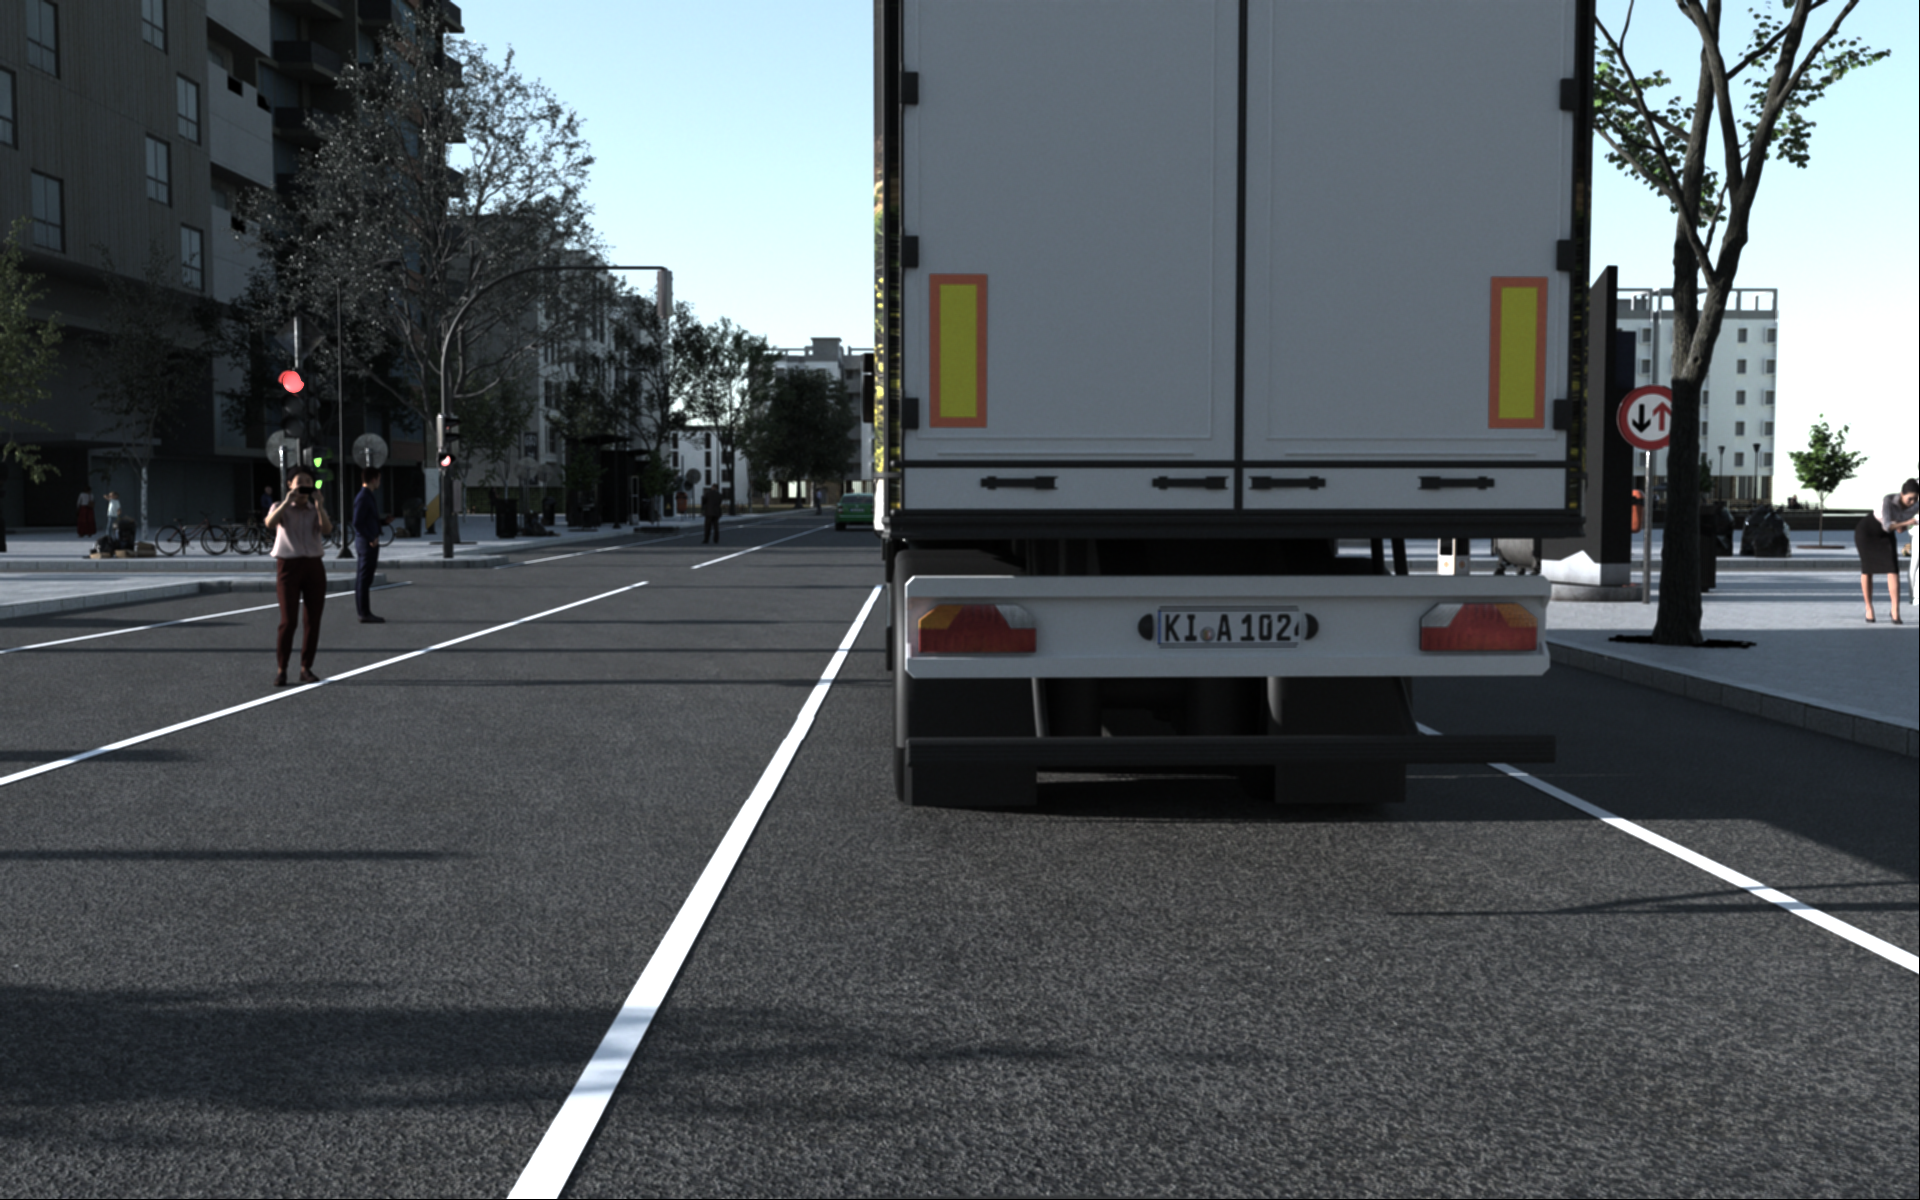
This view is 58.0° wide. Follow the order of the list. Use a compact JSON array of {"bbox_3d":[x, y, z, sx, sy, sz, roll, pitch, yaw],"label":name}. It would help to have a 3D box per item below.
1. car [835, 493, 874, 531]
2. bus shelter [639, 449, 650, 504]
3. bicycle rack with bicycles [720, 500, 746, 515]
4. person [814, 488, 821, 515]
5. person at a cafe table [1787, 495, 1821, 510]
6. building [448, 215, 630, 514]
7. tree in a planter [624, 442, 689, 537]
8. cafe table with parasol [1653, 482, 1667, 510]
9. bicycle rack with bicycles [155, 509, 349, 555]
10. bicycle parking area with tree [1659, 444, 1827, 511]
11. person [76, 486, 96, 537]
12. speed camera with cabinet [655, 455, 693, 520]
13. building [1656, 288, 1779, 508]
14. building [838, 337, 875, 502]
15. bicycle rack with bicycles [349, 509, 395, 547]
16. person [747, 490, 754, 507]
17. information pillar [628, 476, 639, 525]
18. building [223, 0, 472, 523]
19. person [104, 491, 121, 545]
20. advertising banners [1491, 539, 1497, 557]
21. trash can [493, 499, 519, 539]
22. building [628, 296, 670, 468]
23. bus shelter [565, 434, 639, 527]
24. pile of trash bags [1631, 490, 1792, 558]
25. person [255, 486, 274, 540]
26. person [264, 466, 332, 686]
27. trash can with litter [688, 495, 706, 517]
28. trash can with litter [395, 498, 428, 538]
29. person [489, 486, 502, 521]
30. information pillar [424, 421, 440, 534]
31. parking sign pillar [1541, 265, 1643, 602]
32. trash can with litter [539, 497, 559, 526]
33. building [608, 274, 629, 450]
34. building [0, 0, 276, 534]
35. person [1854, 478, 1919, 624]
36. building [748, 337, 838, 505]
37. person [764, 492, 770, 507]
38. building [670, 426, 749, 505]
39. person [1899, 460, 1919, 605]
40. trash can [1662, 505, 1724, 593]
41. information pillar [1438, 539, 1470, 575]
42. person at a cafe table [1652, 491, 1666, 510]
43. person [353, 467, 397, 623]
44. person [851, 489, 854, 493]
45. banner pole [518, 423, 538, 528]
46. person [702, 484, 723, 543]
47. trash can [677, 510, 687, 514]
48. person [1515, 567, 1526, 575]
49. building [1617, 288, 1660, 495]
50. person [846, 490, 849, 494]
[{"bbox_3d":[-4.006,-3.687,69.083,1.959,1.807,4.718,0,4,-1],"label":"car"},{"bbox_3d":[-17.399,-6.218,92.944,1.731,3.624,6.357,0,4,-1],"label":"bus shelter"},{"bbox_3d":[-14.878,-5.781,107.894,2.852,0.926,2.925,-2,4,-26],"label":"bicycle rack with bicycles"},{"bbox_3d":[-9.912,-6.812,119.748,0.599,1.838,0.709,1,4,17],"label":"person"},{"bbox_3d":[50.373,-5.683,103.772,1.698,1.238,1.726,-1,4,-16],"label":"person at a cafe table"},{"bbox_3d":[-35.397,-15.848,125.574,16.747,18.905,31.486,0,4,-1],"label":"building"},{"bbox_3d":[-10.350,-3.794,59.251,1.991,3.239,1.994,0,4,-1],"label":"tree in a planter"},{"bbox_3d":[37.646,-5.332,92.050,2.610,1.966,2.610,0,4,5],"label":"cafe table with parasol"},{"bbox_3d":[-15.321,-1.462,37.286,2.925,0.926,2.852,1,4,10],"label":"bicycle rack with bicycles"},{"bbox_3d":[45.362,-6.996,101.393,9.016,4.147,8.231,1,4,16],"label":"bicycle parking area with tree"},{"bbox_3d":[-25.900,-2.618,51.315,0.523,1.526,0.387,-2,4,-25],"label":"person"},{"bbox_3d":[-14.485,-5.712,87.720,0.660,3.252,2.038,3,5,44],"label":"speed camera with cabinet"},{"bbox_3d":[68.772,-18.910,165.593,11.380,20.091,16.016,0,4,-1],"label":"building"},{"bbox_3d":[-8.677,-21.956,215.394,11.380,20.091,16.016,0,4,-1],"label":"building"},{"bbox_3d":[-15.402,-1.714,41.413,2.925,0.926,2.852,0,4,7],"label":"bicycle rack with bicycles"},{"bbox_3d":[-20.094,-9.741,166.127,0.721,1.723,1.217,-3,4,-36],"label":"person"},{"bbox_3d":[-13.361,-4.060,70.876,0.304,2.012,0.304,-3,4,-37],"label":"information pillar"},{"bbox_3d":[-38.331,-26.541,88.576,22.147,44.769,28.867,0,4,-1],"label":"building"},{"bbox_3d":[-20.670,-1.971,42.184,0.340,1.345,0.435,0,4,-5],"label":"person"},{"bbox_3d":[11.102,-2.432,35.958,0.090,3.025,2.074,1,4,22],"label":"advertising banners"},{"bbox_3d":[-13.129,-2.354,50.149,0.748,1.137,0.748,0,3,0],"label":"trash can"},{"bbox_3d":[-44.327,-18.119,162.697,31.486,18.905,16.747,0,4,-1],"label":"building"},{"bbox_3d":[-14.565,-4.838,70.378,1.731,3.624,6.357,0,4,-1],"label":"bus shelter"},{"bbox_3d":[15.530,-1.619,36.217,3.447,1.369,1.912,2,4,28],"label":"pile of trash bags"},{"bbox_3d":[-19.311,-2.419,48.296,0.600,1.496,0.574,2,4,30],"label":"person"},{"bbox_3d":[-4.962,-0.191,13.076,0.517,1.644,0.566,0,4,8],"label":"person"},{"bbox_3d":[-14.947,-5.389,99.174,1.678,1.210,2.233,2,4,26],"label":"trash can with litter"},{"bbox_3d":[-16.099,-2.405,50.707,0.624,1.170,1.055,1,4,12],"label":"trash can with litter"},{"bbox_3d":[-21.866,-4.526,81.509,0.593,1.643,0.415,-2,4,-25],"label":"person"},{"bbox_3d":[-16.924,-3.922,55.483,0.183,3.616,0.504,3,4,38],"label":"information pillar"},{"bbox_3d":[7.673,-2.000,21.171,1.447,3.967,1.447,-1,4,-13],"label":"parking sign pillar"},{"bbox_3d":[-16.667,-3.594,70.152,0.624,1.170,1.055,0,4,-1],"label":"trash can with litter"},{"bbox_3d":[-36.463,-17.776,147.053,16.016,20.091,11.380,0,4,-1],"label":"building"},{"bbox_3d":[-41.682,-28.802,60.145,28.713,52.752,27.495,0,4,-1],"label":"building"},{"bbox_3d":[9.192,-0.481,17.093,0.628,1.438,0.799,-2,4,-34],"label":"person"},{"bbox_3d":[-20.194,-21.962,215.499,11.380,20.091,16.016,0,4,-1],"label":"building"},{"bbox_3d":[-18.537,-9.756,166.229,0.551,1.740,0.621,-2,4,-25],"label":"person"},{"bbox_3d":[-39.874,-16.565,212.977,28.070,9.664,9.099,0,4,-1],"label":"building"},{"bbox_3d":[11.156,-0.814,20.080,0.376,1.734,0.841,1,4,17],"label":"person"},{"bbox_3d":[9.578,-0.674,22.680,0.748,1.137,0.748,0,3,0],"label":"trash can"},{"bbox_3d":[6.658,-1.150,23.301,0.304,2.012,0.304,-2,4,-30],"label":"information pillar"},{"bbox_3d":[40.260,-5.646,100.819,1.698,1.524,1.622,2,4,33],"label":"person at a cafe table"},{"bbox_3d":[-6.553,-0.621,19.363,0.504,1.737,0.576,-2,4,-27],"label":"person"},{"bbox_3d":[-7.064,-6.308,112.159,0.617,1.759,0.750,3,5,44],"label":"person"},{"bbox_3d":[-15.388,-4.373,61.519,0.863,3.779,0.401,0,4,-5],"label":"banner pole"},{"bbox_3d":[-7.252,-2.530,50.551,0.600,1.739,0.565,3,5,39],"label":"person"},{"bbox_3d":[-17.607,-6.001,109.763,0.748,1.137,0.748,0,3,0],"label":"trash can"},{"bbox_3d":[8.345,-1.166,25.833,0.376,1.734,0.841,1,4,16],"label":"person"},{"bbox_3d":[57.392,-18.904,165.494,11.380,20.091,16.016,0,4,-1],"label":"building"},{"bbox_3d":[-7.505,-6.602,117.155,0.721,1.735,1.217,0,4,-5],"label":"person"}]
